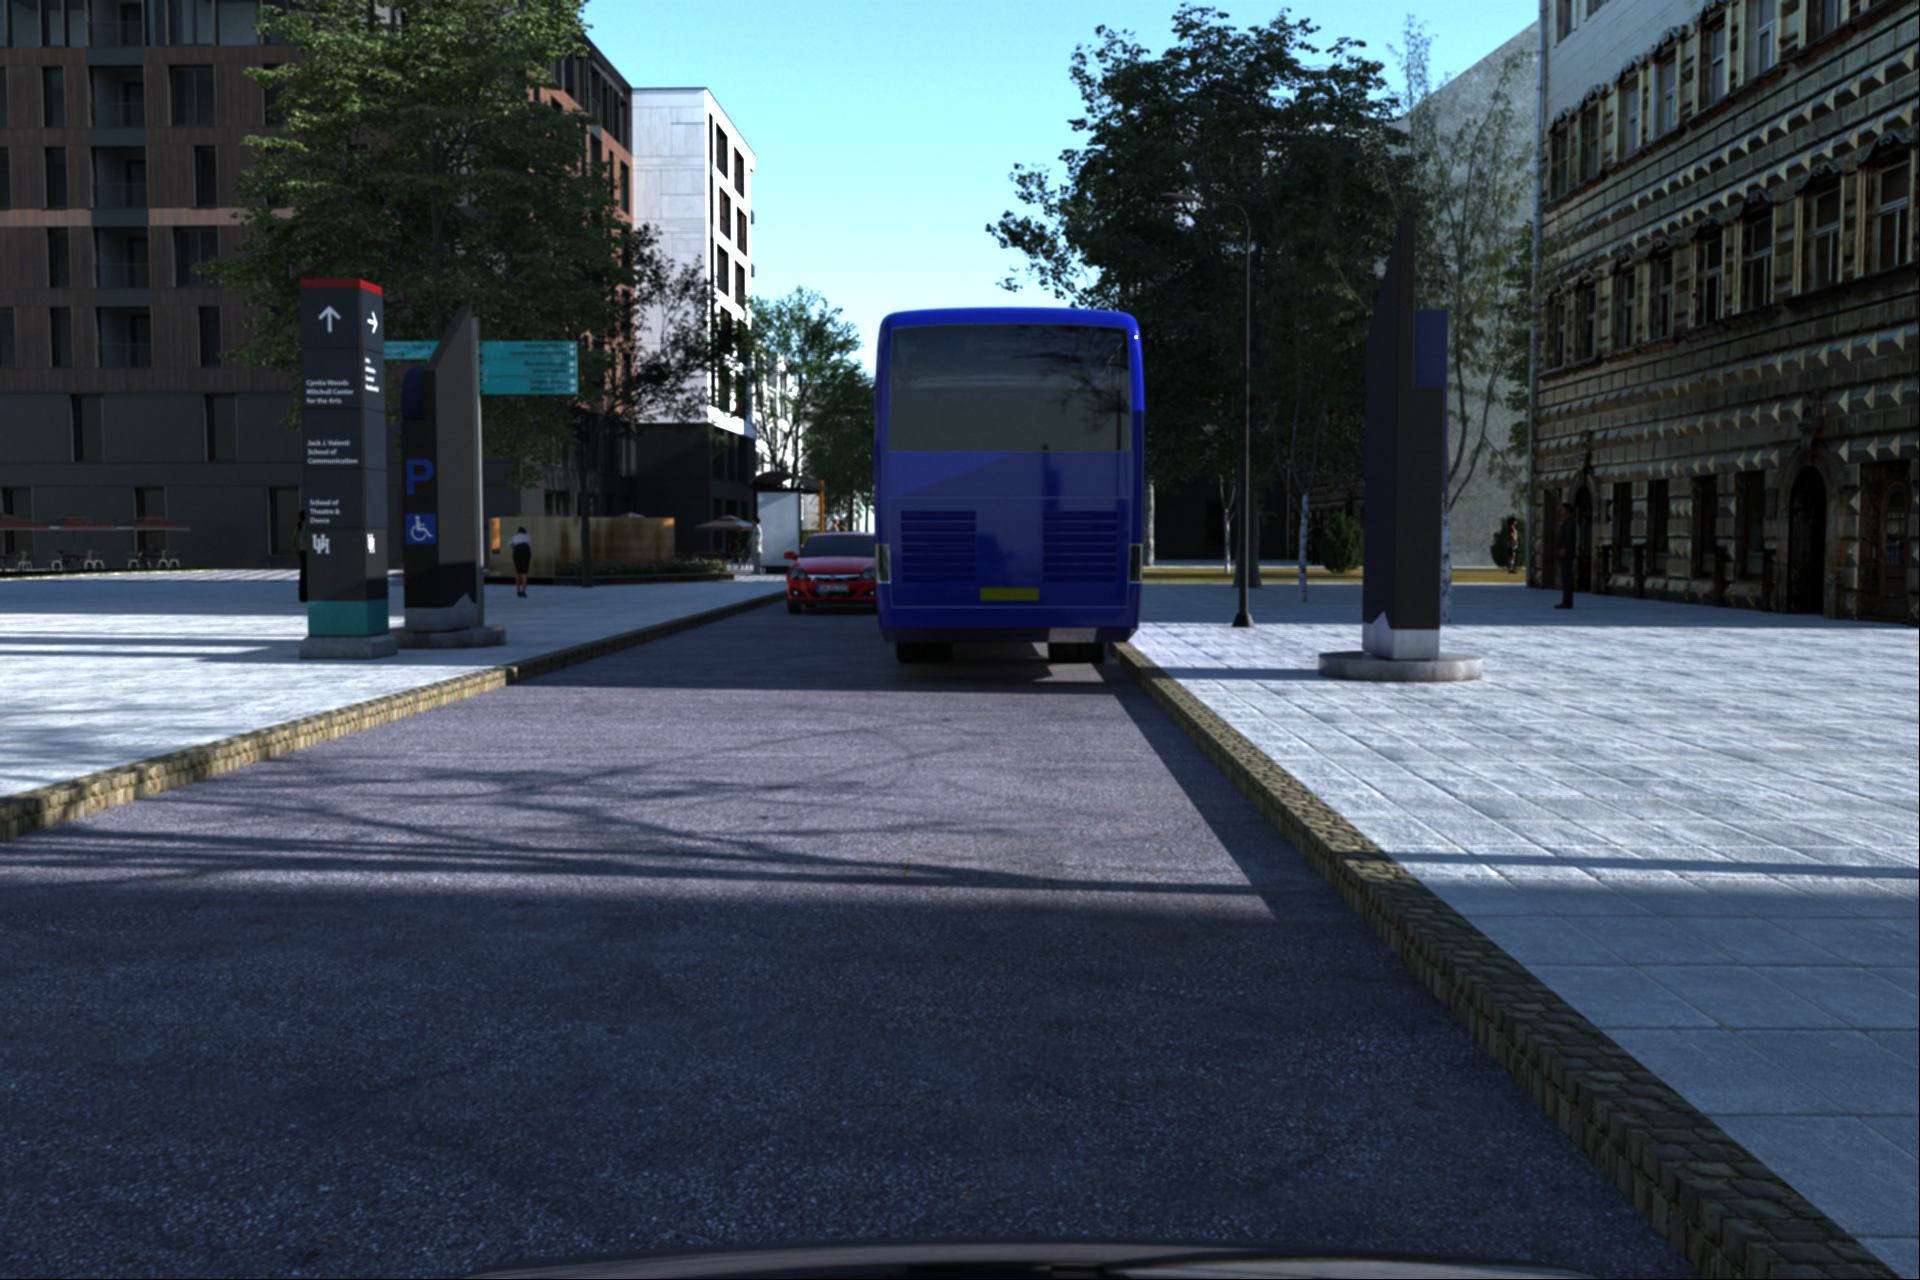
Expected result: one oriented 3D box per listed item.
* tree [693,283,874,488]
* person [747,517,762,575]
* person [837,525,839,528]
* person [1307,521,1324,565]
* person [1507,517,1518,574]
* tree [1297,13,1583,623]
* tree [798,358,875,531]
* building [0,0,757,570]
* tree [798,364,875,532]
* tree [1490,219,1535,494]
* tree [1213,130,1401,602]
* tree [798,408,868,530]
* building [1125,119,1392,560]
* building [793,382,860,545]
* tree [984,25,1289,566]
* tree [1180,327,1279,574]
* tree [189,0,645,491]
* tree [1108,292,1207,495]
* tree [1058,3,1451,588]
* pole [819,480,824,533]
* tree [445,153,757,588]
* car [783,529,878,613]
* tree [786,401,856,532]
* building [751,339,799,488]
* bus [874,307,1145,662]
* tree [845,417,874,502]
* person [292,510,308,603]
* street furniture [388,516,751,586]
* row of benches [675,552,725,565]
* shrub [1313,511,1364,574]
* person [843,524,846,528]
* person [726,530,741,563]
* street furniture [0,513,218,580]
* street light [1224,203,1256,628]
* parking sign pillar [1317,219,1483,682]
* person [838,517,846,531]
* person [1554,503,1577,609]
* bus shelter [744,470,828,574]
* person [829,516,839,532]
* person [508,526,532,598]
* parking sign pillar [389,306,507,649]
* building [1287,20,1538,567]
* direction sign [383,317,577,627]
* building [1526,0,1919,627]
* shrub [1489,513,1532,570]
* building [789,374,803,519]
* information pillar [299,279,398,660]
[{"bbox_3d":[-7.372,-9.024,73.293,9.928,11.665,9.643,0,3,0],"label":"tree"},{"bbox_3d":[-6.408,-2.939,54.239,0.705,1.806,1.347,-1,4,-21],"label":"person"},{"bbox_3d":[-4.092,-3.129,57.384,0.704,1.802,1.346,0,4,-4],"label":"person"},{"bbox_3d":[14.735,-4.022,71.701,1.347,1.837,0.705,-1,4,-23],"label":"person"},{"bbox_3d":[17.996,-3.071,56.360,0.704,1.843,1.345,1,4,14],"label":"person"},{"bbox_3d":[7.171,-4.572,25.107,4.360,8.622,3.978,0,3,0],"label":"tree"},{"bbox_3d":[-6.896,-11.863,112.082,7.486,12.596,7.792,0,3,0],"label":"tree"},{"bbox_3d":[-25.585,-14.314,78.001,27.936,21.610,32.646,0,4,2],"label":"building"},{"bbox_3d":[-6.800,-13.147,125.330,12.009,13.543,11.850,0,3,0],"label":"tree"},{"bbox_3d":[19.092,-8.115,50.804,7.486,12.596,7.792,0,3,0],"label":"tree"},{"bbox_3d":[6.348,-4.999,32.103,4.360,8.622,3.978,0,3,0],"label":"tree"},{"bbox_3d":[-6.958,-9.214,101.016,4.360,8.622,3.978,0,3,0],"label":"tree"},{"bbox_3d":[23.250,-15.776,101.916,27.936,21.610,32.646,0,4,1],"label":"building"},{"bbox_3d":[-22.367,-21.481,217.664,16.747,18.905,31.486,0,4,2],"label":"building"},{"bbox_3d":[6.094,-12.939,67.446,12.611,20.169,13.585,0,3,0],"label":"tree"},{"bbox_3d":[8.661,-6.450,55.826,4.360,8.622,3.978,0,3,0],"label":"tree"},{"bbox_3d":[-9.373,-6.876,30.552,7.486,12.596,7.792,0,3,0],"label":"tree"},{"bbox_3d":[7.788,-9.954,80.880,7.486,12.596,7.792,0,3,0],"label":"tree"},{"bbox_3d":[6.790,-8.218,41.026,9.857,13.997,8.962,0,3,0],"label":"tree"},{"bbox_3d":[-5.254,-4.390,65.614,0.158,3.312,0.155,0,3,0],"label":"pole"},{"bbox_3d":[-8.903,-6.557,41.620,8.767,10.594,7.601,0,4,3],"label":"tree"},{"bbox_3d":[-2.195,-1.440,32.593,2.155,1.783,4.494,0,4,1],"label":"car"},{"bbox_3d":[-7.322,-8.849,95.050,4.360,8.622,3.978,0,3,0],"label":"tree"},{"bbox_3d":[-26.052,-18.475,168.519,16.747,18.905,31.486,0,4,2],"label":"building"},{"bbox_3d":[0.460,-1.872,22.155,2.896,3.916,12.251,0,3,0],"label":"bus"},{"bbox_3d":[-6.102,-14.229,143.015,12.009,13.543,11.850,0,3,0],"label":"tree"},{"bbox_3d":[-12.216,-1.576,32.578,1.217,1.737,0.721,3,4,38],"label":"person"},{"bbox_3d":[-9.387,-2.448,46.886,9.812,1.723,11.010,2,4,30],"label":"street furniture"},{"bbox_3d":[-9.766,-2.692,59.476,4.104,0.672,1.422,-3,5,-44],"label":"row of benches"},{"bbox_3d":[12.402,-3.201,56.380,1.661,2.075,1.752,0,3,0],"label":"shrub"},{"bbox_3d":[-5.021,-4.222,75.754,0.721,1.740,1.216,-3,4,-38],"label":"person"},{"bbox_3d":[-10.160,-4.423,78.085,0.705,1.858,1.354,-2,4,-34],"label":"person"},{"bbox_3d":[-31.026,-2.563,46.928,14.083,1.986,27.439,2,4,34],"label":"street furniture"},{"bbox_3d":[4.458,-3.132,23.746,1.470,5.913,1.316,0,4,1],"label":"street light"},{"bbox_3d":[3.975,-1.657,15.563,1.447,3.967,1.447,0,4,1],"label":"parking sign pillar"},{"bbox_3d":[-3.824,-3.013,55.230,0.705,1.833,1.349,0,4,3],"label":"person"},{"bbox_3d":[10.414,-1.453,29.817,0.705,1.821,1.348,1,4,17],"label":"person"},{"bbox_3d":[-5.738,-3.916,57.956,2.014,3.302,5.546,0,4,3],"label":"bus shelter"},{"bbox_3d":[-3.841,-2.927,53.705,0.705,1.847,1.347,-2,4,-27],"label":"person"},{"bbox_3d":[-8.888,-1.589,35.210,0.628,1.438,0.799,-3,5,-42],"label":"person"},{"bbox_3d":[-5.983,-1.922,19.894,1.447,3.967,1.447,0,4,2],"label":"parking sign pillar"},{"bbox_3d":[25.431,-15.006,76.281,19.493,23.208,18.063,0,4,1],"label":"building"},{"bbox_3d":[-5.971,-2.033,21.998,2.525,3.948,1.411,0,4,1],"label":"direction sign"},{"bbox_3d":[22.555,-12.261,31.398,19.493,23.208,18.063,0,4,1],"label":"building"},{"bbox_3d":[19.582,-3.503,61.315,1.661,2.075,1.752,0,3,0],"label":"shrub"},{"bbox_3d":[-23.551,-20.269,187.811,16.016,20.090,11.380,0,4,2],"label":"building"},{"bbox_3d":[-6.369,-1.748,17.958,0.750,3.857,0.750,0,4,2],"label":"information pillar"}]
